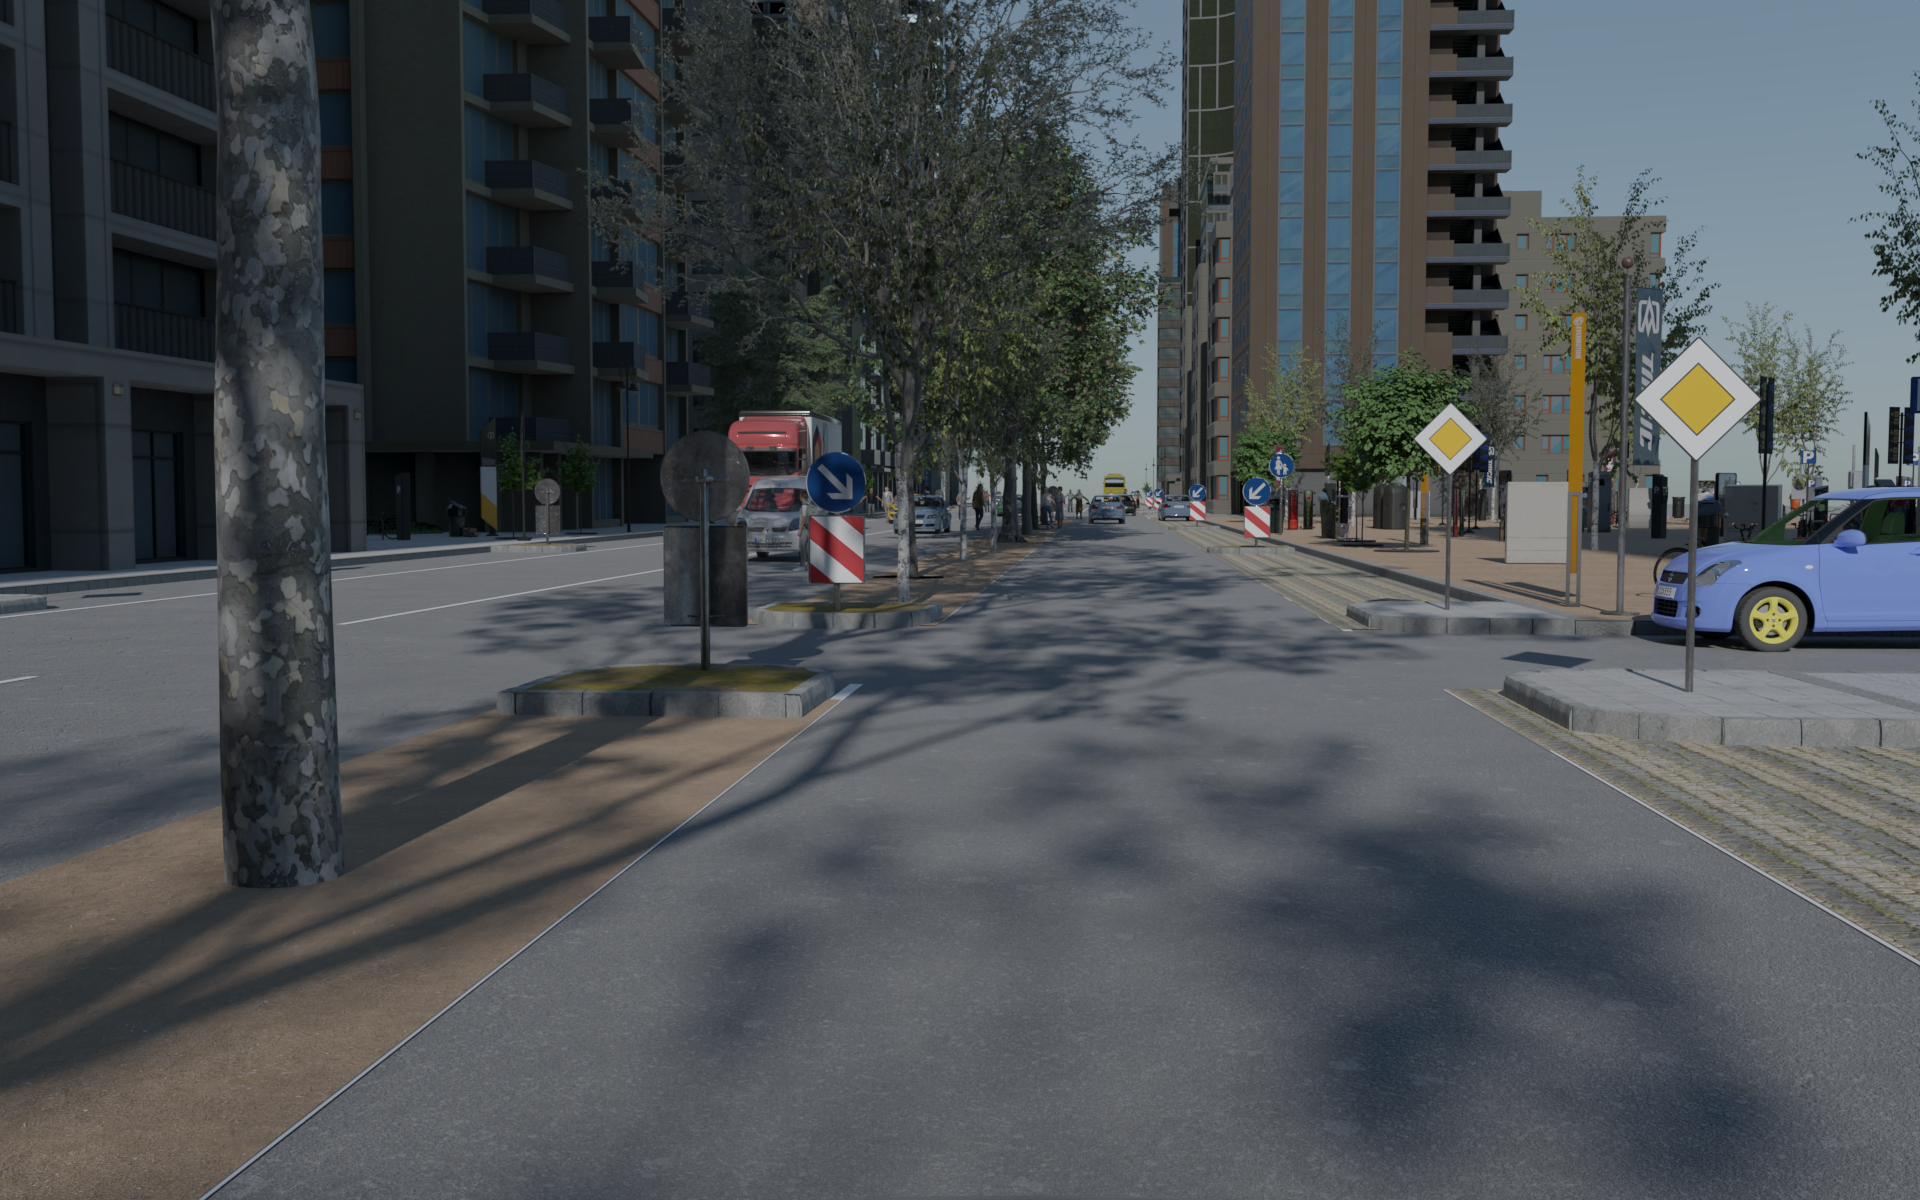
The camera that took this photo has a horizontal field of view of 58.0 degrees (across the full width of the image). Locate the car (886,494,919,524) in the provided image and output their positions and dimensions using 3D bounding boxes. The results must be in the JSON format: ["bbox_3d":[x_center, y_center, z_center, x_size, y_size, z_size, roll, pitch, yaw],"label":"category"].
[{"bbox_3d":[-2.525,-4.528,84.254,2.015,1.641,3.980,0,4,3],"label":"car"}]

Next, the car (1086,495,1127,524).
[{"bbox_3d":[7.112,-4.407,84.064,2.014,1.417,4.499,0,4,4],"label":"car"}]

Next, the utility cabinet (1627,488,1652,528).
[{"bbox_3d":[25.261,-3.377,63.894,1.173,1.500,0.318,1,4,9],"label":"utility cabinet"}]

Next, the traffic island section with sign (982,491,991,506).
[{"bbox_3d":[2.904,-11.830,202.041,1.989,1.847,2.006,0,4,5],"label":"traffic island section with sign"}]

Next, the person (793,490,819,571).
[{"bbox_3d":[-2.890,-1.297,32.298,0.523,1.515,0.503,-1,4,-14],"label":"person"}]

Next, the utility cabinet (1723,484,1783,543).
[{"bbox_3d":[18.285,-1.913,39.959,1.173,1.500,0.318,3,5,42],"label":"utility cabinet"}]

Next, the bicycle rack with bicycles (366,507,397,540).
[{"bbox_3d":[-17.392,-2.126,48.144,2.925,0.926,2.852,1,4,14],"label":"bicycle rack with bicycles"}]

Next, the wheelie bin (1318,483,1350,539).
[{"bbox_3d":[10.789,-2.583,50.140,0.980,1.594,0.693,-1,4,-21],"label":"wheelie bin"}]

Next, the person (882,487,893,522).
[{"bbox_3d":[-3.642,-4.815,87.348,0.709,1.813,0.853,1,4,17],"label":"person"}]

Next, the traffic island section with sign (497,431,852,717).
[{"bbox_3d":[-1.916,-0.238,12.035,2.006,1.907,1.989,0,4,5],"label":"traffic island section with sign"}]

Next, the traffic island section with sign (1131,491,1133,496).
[{"bbox_3d":[20.399,-11.730,200.410,1.989,1.847,2.006,0,4,5],"label":"traffic island section with sign"}]

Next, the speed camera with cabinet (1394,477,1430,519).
[{"bbox_3d":[23.382,-5.826,89.586,0.660,3.252,2.038,-2,4,-30],"label":"speed camera with cabinet"}]

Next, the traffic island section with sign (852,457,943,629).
[{"bbox_3d":[-1.283,-0.690,19.416,2.006,1.907,1.989,0,4,5],"label":"traffic island section with sign"}]

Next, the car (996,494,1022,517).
[{"bbox_3d":[3.352,-6.043,110.608,2.131,1.459,4.920,0,4,6],"label":"car"}]

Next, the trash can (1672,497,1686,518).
[{"bbox_3d":[38.137,-4.910,91.934,0.748,1.137,0.748,0,3,0],"label":"trash can"}]

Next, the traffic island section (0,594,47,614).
[{"bbox_3d":[-12.411,0.097,20.697,2.009,0.180,2.903,0,4,5],"label":"traffic island section"}]

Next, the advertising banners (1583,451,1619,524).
[{"bbox_3d":[25.767,-4.550,70.581,2.074,3.025,0.090,-1,4,-9],"label":"advertising banners"}]

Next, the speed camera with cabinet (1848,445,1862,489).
[{"bbox_3d":[35.811,-4.543,68.610,0.660,3.252,2.038,1,4,10],"label":"speed camera with cabinet"}]

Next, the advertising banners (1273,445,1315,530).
[{"bbox_3d":[11.910,-4.010,61.758,2.074,3.025,0.090,-2,4,-34],"label":"advertising banners"}]

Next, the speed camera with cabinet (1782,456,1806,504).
[{"bbox_3d":[38.044,-5.240,80.006,2.038,3.252,0.660,2,4,29],"label":"speed camera with cabinet"}]

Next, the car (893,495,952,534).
[{"bbox_3d":[-1.344,-3.160,63.664,2.014,1.417,4.499,0,4,6],"label":"car"}]

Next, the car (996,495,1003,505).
[{"bbox_3d":[4.388,-10.355,181.666,2.083,1.381,4.827,0,4,6],"label":"car"}]

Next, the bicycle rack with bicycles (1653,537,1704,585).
[{"bbox_3d":[9.872,-0.450,20.737,2.925,0.926,2.852,1,4,16],"label":"bicycle rack with bicycles"}]

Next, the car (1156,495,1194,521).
[{"bbox_3d":[11.419,-4.864,91.536,2.014,1.417,4.499,0,4,4],"label":"car"}]

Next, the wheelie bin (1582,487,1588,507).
[{"bbox_3d":[26.556,-4.024,73.694,0.693,1.594,0.980,-1,4,-23],"label":"wheelie bin"}]

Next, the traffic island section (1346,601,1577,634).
[{"bbox_3d":[5.417,0.189,19.192,2.009,0.180,2.903,0,4,5],"label":"traffic island section"}]

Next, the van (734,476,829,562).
[{"bbox_3d":[-3.882,-1.895,37.998,2.013,2.044,4.112,0,4,3],"label":"van"}]

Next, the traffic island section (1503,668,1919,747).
[{"bbox_3d":[4.745,0.676,11.235,2.009,0.180,2.903,0,4,5],"label":"traffic island section"}]

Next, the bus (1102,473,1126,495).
[{"bbox_3d":[18.443,-13.181,207.053,2.896,3.916,12.252,0,4,5],"label":"bus"}]

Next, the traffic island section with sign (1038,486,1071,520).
[{"bbox_3d":[5.030,-5.269,94.290,2.006,1.907,1.989,0,4,5],"label":"traffic island section with sign"}]

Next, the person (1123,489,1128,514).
[{"bbox_3d":[11.774,-6.982,122.670,0.705,1.822,1.348,2,4,35],"label":"person"}]

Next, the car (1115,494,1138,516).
[{"bbox_3d":[10.766,-6.399,114.410,2.009,1.686,4.222,0,4,5],"label":"car"}]

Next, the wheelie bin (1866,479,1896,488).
[{"bbox_3d":[19.427,-1.750,36.515,0.980,1.594,0.693,-2,4,-31],"label":"wheelie bin"}]

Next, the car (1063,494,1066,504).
[{"bbox_3d":[13.903,-14.309,242.987,2.155,1.783,4.494,0,4,3],"label":"car"}]

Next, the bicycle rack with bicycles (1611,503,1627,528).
[{"bbox_3d":[26.049,-3.301,67.353,2.925,0.926,2.852,-1,4,-10],"label":"bicycle rack with bicycles"}]

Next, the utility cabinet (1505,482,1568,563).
[{"bbox_3d":[10.625,-1.411,31.754,1.173,1.500,0.318,1,4,12],"label":"utility cabinet"}]

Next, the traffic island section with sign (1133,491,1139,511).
[{"bbox_3d":[15.780,-8.389,145.782,1.989,1.847,2.006,0,4,5],"label":"traffic island section with sign"}]

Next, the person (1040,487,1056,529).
[{"bbox_3d":[3.719,-3.817,71.585,0.731,1.740,0.598,-1,4,-19],"label":"person"}]

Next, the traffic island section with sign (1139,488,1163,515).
[{"bbox_3d":[13.510,-6.746,118.923,1.989,1.847,2.006,0,4,5],"label":"traffic island section with sign"}]

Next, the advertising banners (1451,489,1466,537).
[{"bbox_3d":[14.767,-3.385,51.528,0.090,3.025,2.074,2,4,30],"label":"advertising banners"}]

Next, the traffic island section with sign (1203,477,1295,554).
[{"bbox_3d":[7.013,-2.036,41.923,1.989,1.847,2.006,0,4,5],"label":"traffic island section with sign"}]

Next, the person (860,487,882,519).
[{"bbox_3d":[-5.062,-5.530,98.929,1.348,1.822,0.705,-1,4,-13],"label":"person"}]

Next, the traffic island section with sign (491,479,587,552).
[{"bbox_3d":[-10.487,-2.130,43.452,1.989,1.847,2.006,0,4,5],"label":"traffic island section with sign"}]

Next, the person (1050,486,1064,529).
[{"bbox_3d":[3.965,-3.750,70.376,0.524,1.755,0.480,-2,4,-33],"label":"person"}]

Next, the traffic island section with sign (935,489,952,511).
[{"bbox_3d":[-1.738,-8.479,147.266,1.989,1.847,2.006,0,4,5],"label":"traffic island section with sign"}]

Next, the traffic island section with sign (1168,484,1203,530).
[{"bbox_3d":[9.290,-3.682,68.826,1.989,1.847,2.006,0,4,5],"label":"traffic island section with sign"}]

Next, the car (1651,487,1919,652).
[{"bbox_3d":[8.517,-0.412,16.333,3.694,1.707,1.945,0,4,5],"label":"car"}]

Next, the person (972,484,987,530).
[{"bbox_3d":[0.759,-3.675,68.493,0.656,1.842,0.836,1,4,14],"label":"person"}]

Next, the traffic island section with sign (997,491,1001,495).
[{"bbox_3d":[5.223,-13.510,229.518,1.989,1.847,2.006,0,4,5],"label":"traffic island section with sign"}]
